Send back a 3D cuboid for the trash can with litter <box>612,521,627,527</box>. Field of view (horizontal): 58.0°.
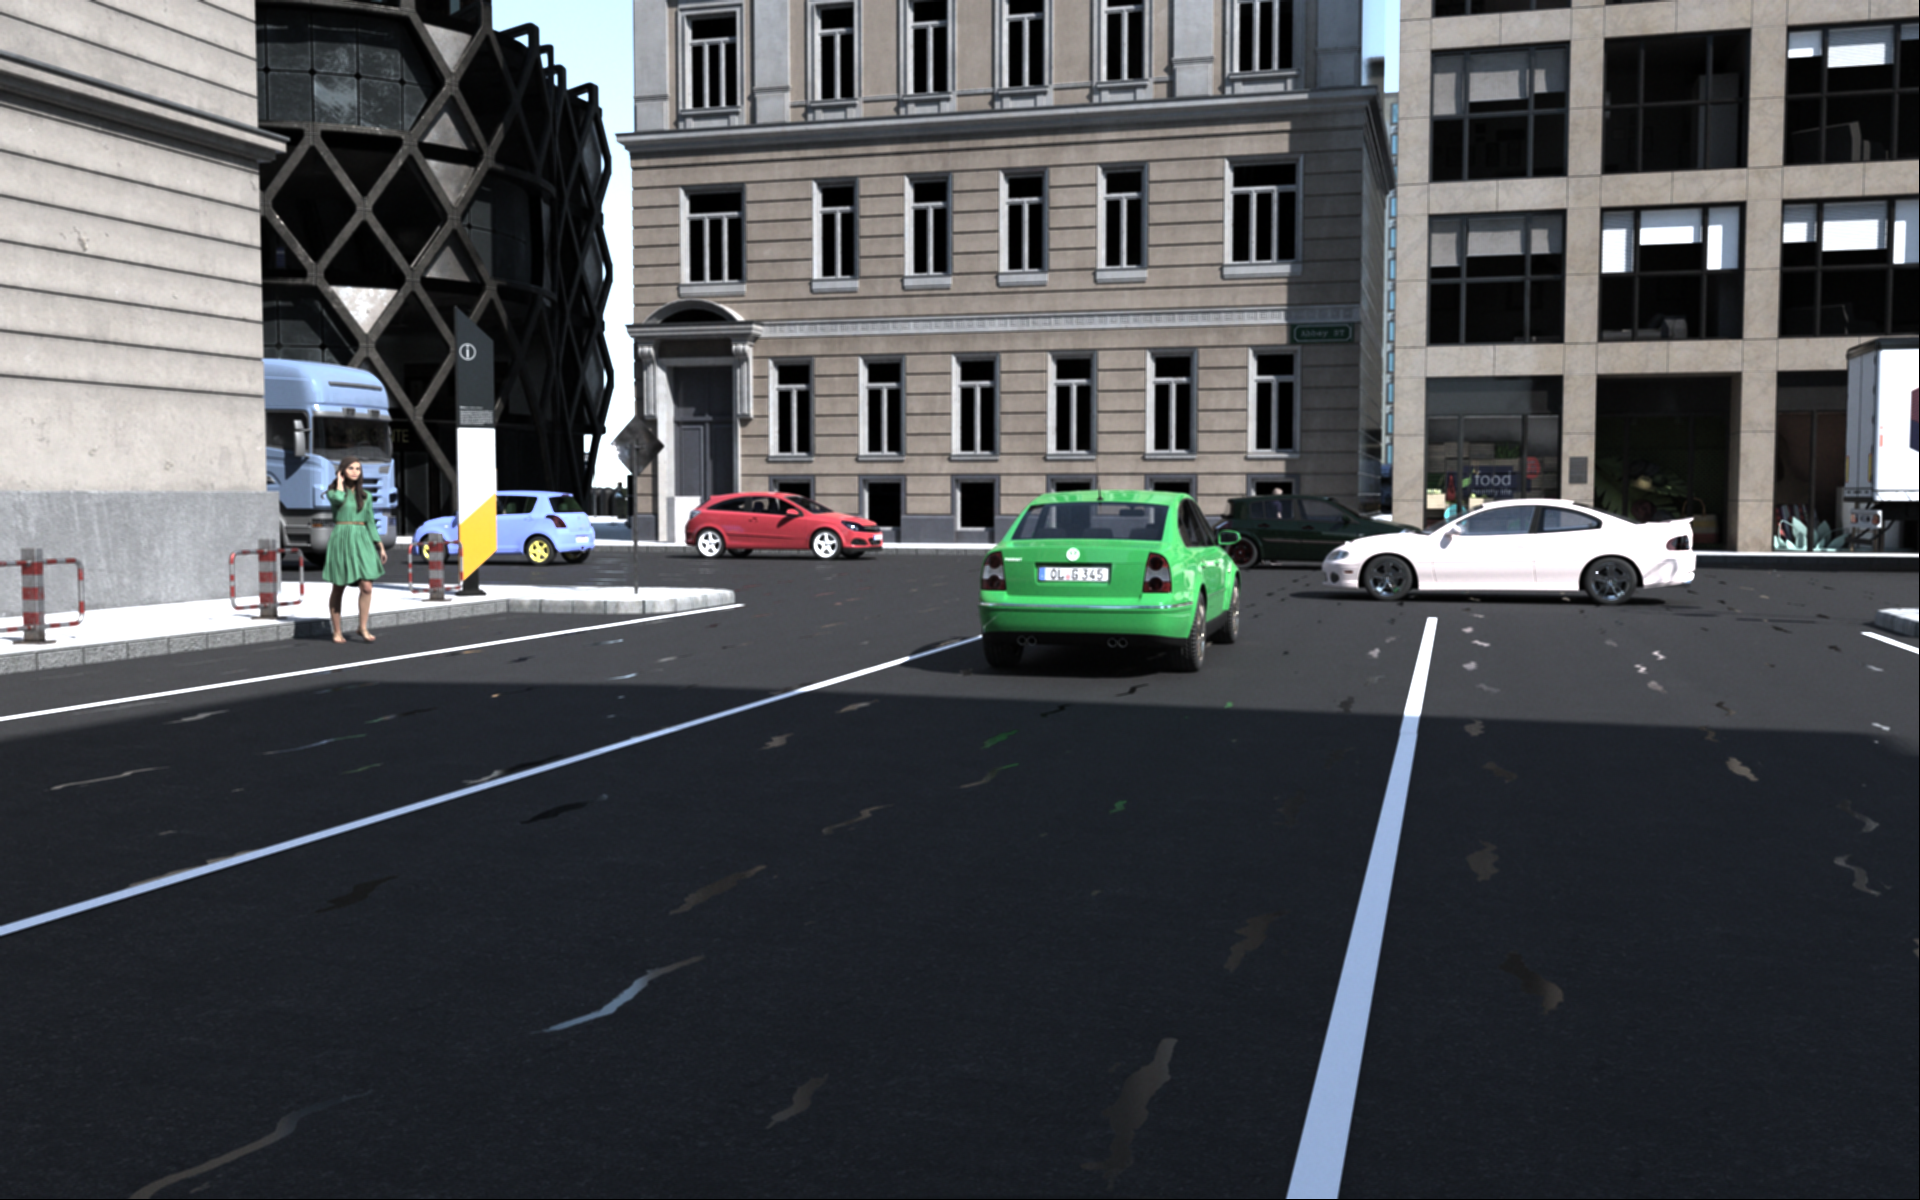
[{"bbox_3d":[-12.575,-3.506,68.380,1.678,1.210,2.233,-3,5,-43],"label":"trash can with litter"}]

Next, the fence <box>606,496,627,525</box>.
[{"bbox_3d":[-13.831,-3.693,71.579,0.480,1.192,2.264,-3,5,-42],"label":"fence"}]

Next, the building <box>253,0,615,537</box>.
[{"bbox_3d":[-21.100,-11.578,56.752,16.811,18.784,16.820,1,4,16],"label":"building"}]

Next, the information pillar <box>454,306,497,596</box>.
[{"bbox_3d":[-6.110,-1.863,21.811,0.504,3.616,0.183,-2,4,-33],"label":"information pillar"}]

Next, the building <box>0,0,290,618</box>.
[{"bbox_3d":[-21.072,-14.127,18.360,23.554,28.519,14.401,1,4,16],"label":"building"}]

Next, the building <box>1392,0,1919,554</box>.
[{"bbox_3d":[29.010,-14.644,43.943,34.151,26.468,19.350,1,4,16],"label":"building"}]

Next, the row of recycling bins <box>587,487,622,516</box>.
[{"bbox_3d":[-20.673,-5.730,100.798,3.534,1.692,1.069,3,5,42],"label":"row of recycling bins"}]

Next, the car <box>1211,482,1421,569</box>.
[{"bbox_3d":[6.869,-1.438,33.300,4.222,1.686,2.009,1,4,15],"label":"car"}]

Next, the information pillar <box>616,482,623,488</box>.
[{"bbox_3d":[-20.061,-5.971,102.114,0.304,2.012,0.304,-2,4,-26],"label":"information pillar"}]

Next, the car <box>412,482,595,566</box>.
[{"bbox_3d":[-9.423,-1.591,35.600,3.694,1.707,1.945,1,4,15],"label":"car"}]

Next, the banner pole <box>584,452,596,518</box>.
[{"bbox_3d":[-19.455,-6.191,91.238,0.863,3.779,0.401,1,4,11],"label":"banner pole"}]

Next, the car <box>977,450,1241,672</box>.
[{"bbox_3d":[1.454,-0.409,15.477,1.959,1.807,4.718,1,4,15],"label":"car"}]

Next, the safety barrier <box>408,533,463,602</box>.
[{"bbox_3d":[-6.245,-0.390,20.660,0.300,0.817,1.120,1,4,16],"label":"safety barrier"}]

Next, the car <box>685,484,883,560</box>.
[{"bbox_3d":[-3.897,-1.809,38.622,4.494,1.783,2.155,1,4,17],"label":"car"}]

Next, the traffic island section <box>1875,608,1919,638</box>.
[{"bbox_3d":[10.764,0.267,17.907,2.009,0.180,2.903,1,4,16],"label":"traffic island section"}]

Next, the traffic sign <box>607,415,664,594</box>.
[{"bbox_3d":[-4.146,-1.131,22.129,0.795,2.450,0.064,1,4,16],"label":"traffic sign"}]

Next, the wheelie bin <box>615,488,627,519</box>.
[{"bbox_3d":[-17.302,-4.959,88.985,0.693,1.594,0.980,2,4,27],"label":"wheelie bin"}]

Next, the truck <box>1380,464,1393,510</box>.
[{"bbox_3d":[38.796,-10.330,158.651,2.967,4.110,18.799,1,4,17],"label":"truck"}]

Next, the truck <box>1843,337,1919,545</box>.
[{"bbox_3d":[22.101,-2.556,30.705,11.283,4.237,2.839,1,4,16],"label":"truck"}]

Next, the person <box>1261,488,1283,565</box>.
[{"bbox_3d":[6.314,-1.491,35.083,0.471,1.553,0.569,1,4,14],"label":"person"}]

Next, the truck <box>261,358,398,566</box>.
[{"bbox_3d":[-19.623,-2.773,35.094,18.799,4.110,2.967,1,4,16],"label":"truck"}]

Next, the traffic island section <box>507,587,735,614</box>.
[{"bbox_3d":[-4.171,0.005,22.198,2.009,0.180,2.903,1,4,16],"label":"traffic island section"}]

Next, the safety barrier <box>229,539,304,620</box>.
[{"bbox_3d":[-7.086,-0.212,17.735,0.300,0.817,1.120,1,4,16],"label":"safety barrier"}]

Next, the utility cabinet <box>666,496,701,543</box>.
[{"bbox_3d":[-7.245,-2.094,45.401,0.306,1.237,1.020,2,4,33],"label":"utility cabinet"}]

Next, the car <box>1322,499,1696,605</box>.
[{"bbox_3d":[7.372,-0.682,23.506,4.827,1.381,2.083,1,4,18],"label":"car"}]

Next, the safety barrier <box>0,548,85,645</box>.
[{"bbox_3d":[-7.926,-0.033,14.810,0.300,0.817,1.120,1,4,16],"label":"safety barrier"}]

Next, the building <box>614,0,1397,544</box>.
[{"bbox_3d":[2.085,-16.135,49.716,20.117,28.700,13.634,1,4,16],"label":"building"}]

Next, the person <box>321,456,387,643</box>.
[{"bbox_3d":[-5.871,-0.487,16.707,0.529,1.795,0.600,3,4,37],"label":"person"}]

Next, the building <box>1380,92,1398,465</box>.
[{"bbox_3d":[40.217,-36.012,208.404,30.456,49.044,23.786,1,4,16],"label":"building"}]

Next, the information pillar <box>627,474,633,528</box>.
[{"bbox_3d":[-12.344,-3.703,65.031,0.304,2.012,0.304,-1,4,-13],"label":"information pillar"}]
